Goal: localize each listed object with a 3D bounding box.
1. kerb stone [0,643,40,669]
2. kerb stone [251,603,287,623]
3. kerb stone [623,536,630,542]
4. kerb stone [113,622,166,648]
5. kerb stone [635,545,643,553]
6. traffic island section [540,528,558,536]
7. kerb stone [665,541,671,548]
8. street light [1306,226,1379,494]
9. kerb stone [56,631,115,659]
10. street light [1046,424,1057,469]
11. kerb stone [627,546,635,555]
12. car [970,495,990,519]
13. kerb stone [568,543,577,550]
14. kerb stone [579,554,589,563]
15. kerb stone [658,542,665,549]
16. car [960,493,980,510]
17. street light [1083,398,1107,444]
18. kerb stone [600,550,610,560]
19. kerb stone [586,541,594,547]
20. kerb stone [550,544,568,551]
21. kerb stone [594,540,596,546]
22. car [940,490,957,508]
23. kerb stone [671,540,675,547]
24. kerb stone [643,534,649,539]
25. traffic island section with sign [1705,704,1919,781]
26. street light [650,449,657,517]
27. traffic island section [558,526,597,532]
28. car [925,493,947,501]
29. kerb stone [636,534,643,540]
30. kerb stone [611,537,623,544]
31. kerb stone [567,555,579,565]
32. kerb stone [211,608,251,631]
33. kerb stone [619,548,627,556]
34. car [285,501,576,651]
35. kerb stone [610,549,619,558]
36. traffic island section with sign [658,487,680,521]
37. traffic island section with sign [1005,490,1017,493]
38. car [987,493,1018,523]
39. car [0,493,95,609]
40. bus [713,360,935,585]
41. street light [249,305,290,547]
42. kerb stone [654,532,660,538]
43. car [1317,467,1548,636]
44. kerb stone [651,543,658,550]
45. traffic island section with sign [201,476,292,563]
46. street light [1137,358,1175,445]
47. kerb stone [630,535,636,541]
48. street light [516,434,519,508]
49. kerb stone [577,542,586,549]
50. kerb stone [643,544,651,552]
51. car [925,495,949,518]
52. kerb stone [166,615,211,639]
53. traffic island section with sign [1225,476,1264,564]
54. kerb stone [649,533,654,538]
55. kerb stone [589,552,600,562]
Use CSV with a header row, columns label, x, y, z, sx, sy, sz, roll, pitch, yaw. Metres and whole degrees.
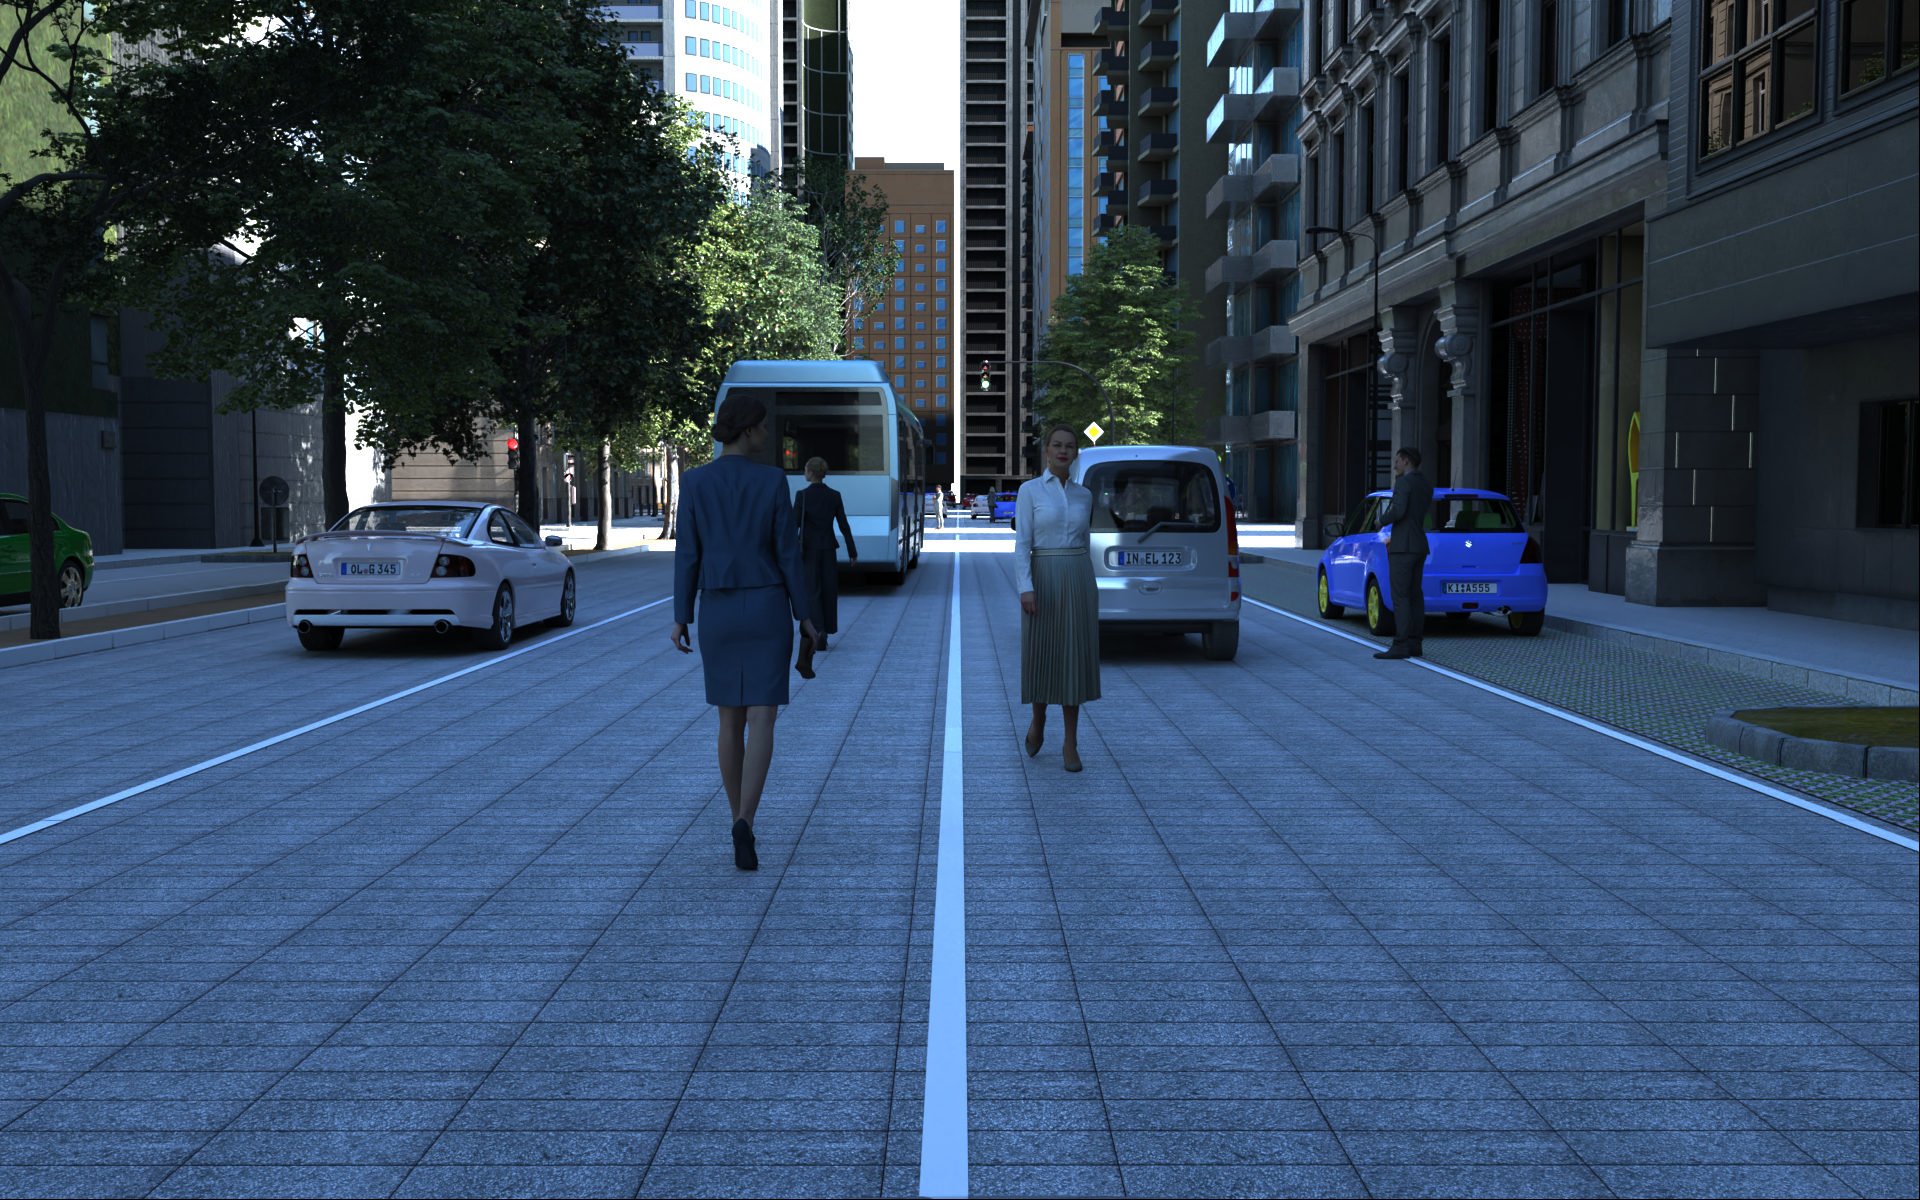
label,x,y,z,sx,sy,sz,roll,pitch,yaw
kerb stone,-7.903,0.473,14.508,0.120,0.150,1.000,0,3,0
kerb stone,-7.910,0.157,19.628,0.120,0.150,1.000,0,3,0
kerb stone,-10.032,-1.787,51.451,0.120,0.150,1.000,0,3,0
kerb stone,-7.903,0.345,16.553,0.120,0.150,1.000,0,3,0
kerb stone,-7.930,-1.218,42.180,0.120,0.150,1.000,0,3,0
traffic island section,-15.227,-2.269,59.379,2.009,0.180,2.903,0,3,0
kerb stone,-7.932,-1.473,46.285,0.120,0.150,1.000,0,3,0
street light,6.693,-3.527,30.215,1.470,5.913,1.316,0,3,0
kerb stone,-7.909,0.408,15.531,0.120,0.150,1.000,0,3,0
street light,6.519,-8.616,113.407,1.470,5.913,1.316,0,3,0
kerb stone,-7.926,-1.160,41.158,0.120,0.150,1.000,0,3,0
car,1.581,-5.316,99.281,2.083,1.381,4.827,0,4,1
kerb stone,-10.030,-1.351,44.283,0.120,0.150,1.000,0,3,0
kerb stone,-7.928,-0.846,36.031,0.120,0.150,1.000,0,3,0
kerb stone,-7.933,-1.407,45.258,0.120,0.150,1.000,0,3,0
car,1.134,-9.359,162.064,2.155,1.783,4.494,0,4,-2
street light,6.588,-6.828,84.178,1.470,5.913,1.316,0,3,0
kerb stone,-7.924,-0.967,38.084,0.120,0.150,1.000,0,3,0
kerb stone,-10.029,-1.476,46.330,0.120,0.150,1.000,0,3,0
kerb stone,-10.032,-1.288,43.259,0.120,0.150,1.000,0,3,0
kerb stone,-10.030,-1.539,47.354,0.120,0.150,1.000,0,3,0
car,-1.444,-10.471,179.874,2.281,1.827,5.304,0,4,-1
kerb stone,-7.936,-1.528,47.307,0.120,0.150,1.000,0,3,0
kerb stone,-10.033,-1.977,54.523,0.120,0.150,1.000,0,3,0
traffic island section with sign,5.266,-0.050,9.449,1.989,1.847,2.006,0,3,0
street light,-16.733,-7.644,97.521,1.470,5.913,1.316,0,3,0
traffic island section,-15.233,-2.757,67.364,2.009,0.180,2.903,0,3,0
car,-1.853,-6.576,117.100,1.945,1.707,3.694,0,3,0
kerb stone,-10.037,-1.913,53.500,0.120,0.150,1.000,0,3,0
kerb stone,-10.039,-1.727,50.429,0.120,0.150,1.000,0,3,0
kerb stone,-7.921,-0.783,35.001,0.120,0.150,1.000,0,3,0
kerb stone,-7.914,0.220,18.602,0.120,0.150,1.000,0,3,0
kerb stone,-7.927,-1.095,40.129,0.120,0.150,1.000,0,3,0
car,-5.114,-0.299,17.258,2.083,1.381,4.827,0,4,-1
kerb stone,-7.923,-1.034,39.107,0.120,0.150,1.000,0,3,0
traffic island section with sign,-14.930,-5.102,92.052,1.989,1.847,2.006,0,3,0
traffic island section with sign,5.136,-9.853,169.718,1.989,1.847,2.006,0,3,0
car,2.346,-4.731,86.944,1.945,1.707,3.694,0,4,-1
car,-11.240,-0.616,18.868,1.959,1.807,4.718,0,4,-2
bus,-2.058,-2.178,30.463,2.948,3.499,13.247,0,4,1
street light,-16.617,-4.254,42.087,1.470,5.913,1.316,0,3,0
kerb stone,-10.037,-2.102,56.568,0.120,0.150,1.000,0,3,0
car,4.977,-0.556,18.687,1.945,1.707,3.694,0,4,0
kerb stone,-7.932,-1.347,44.236,0.120,0.150,1.000,0,3,0
traffic island section with sign,-14.891,-1.745,37.162,1.989,1.847,2.006,0,3,0
street light,6.739,-5.297,59.154,1.470,5.913,1.316,0,3,0
kerb stone,-10.038,-1.852,52.473,0.120,0.150,1.000,0,3,0
street light,-16.766,-5.813,67.581,1.470,5.913,1.316,0,3,0
kerb stone,-10.030,-1.413,45.308,0.120,0.150,1.000,0,3,0
kerb stone,-7.923,-1.283,43.210,0.120,0.150,1.000,0,3,0
car,-1.718,-5.653,104.783,2.083,1.381,4.827,0,4,1
kerb stone,-7.905,0.283,17.576,0.120,0.150,1.000,0,3,0
traffic island section with sign,5.238,-1.699,36.404,1.989,1.847,2.006,0,3,0
kerb stone,-10.036,-2.040,55.546,0.120,0.150,1.000,0,3,0
kerb stone,-7.921,-0.909,37.061,0.120,0.150,1.000,0,3,0
